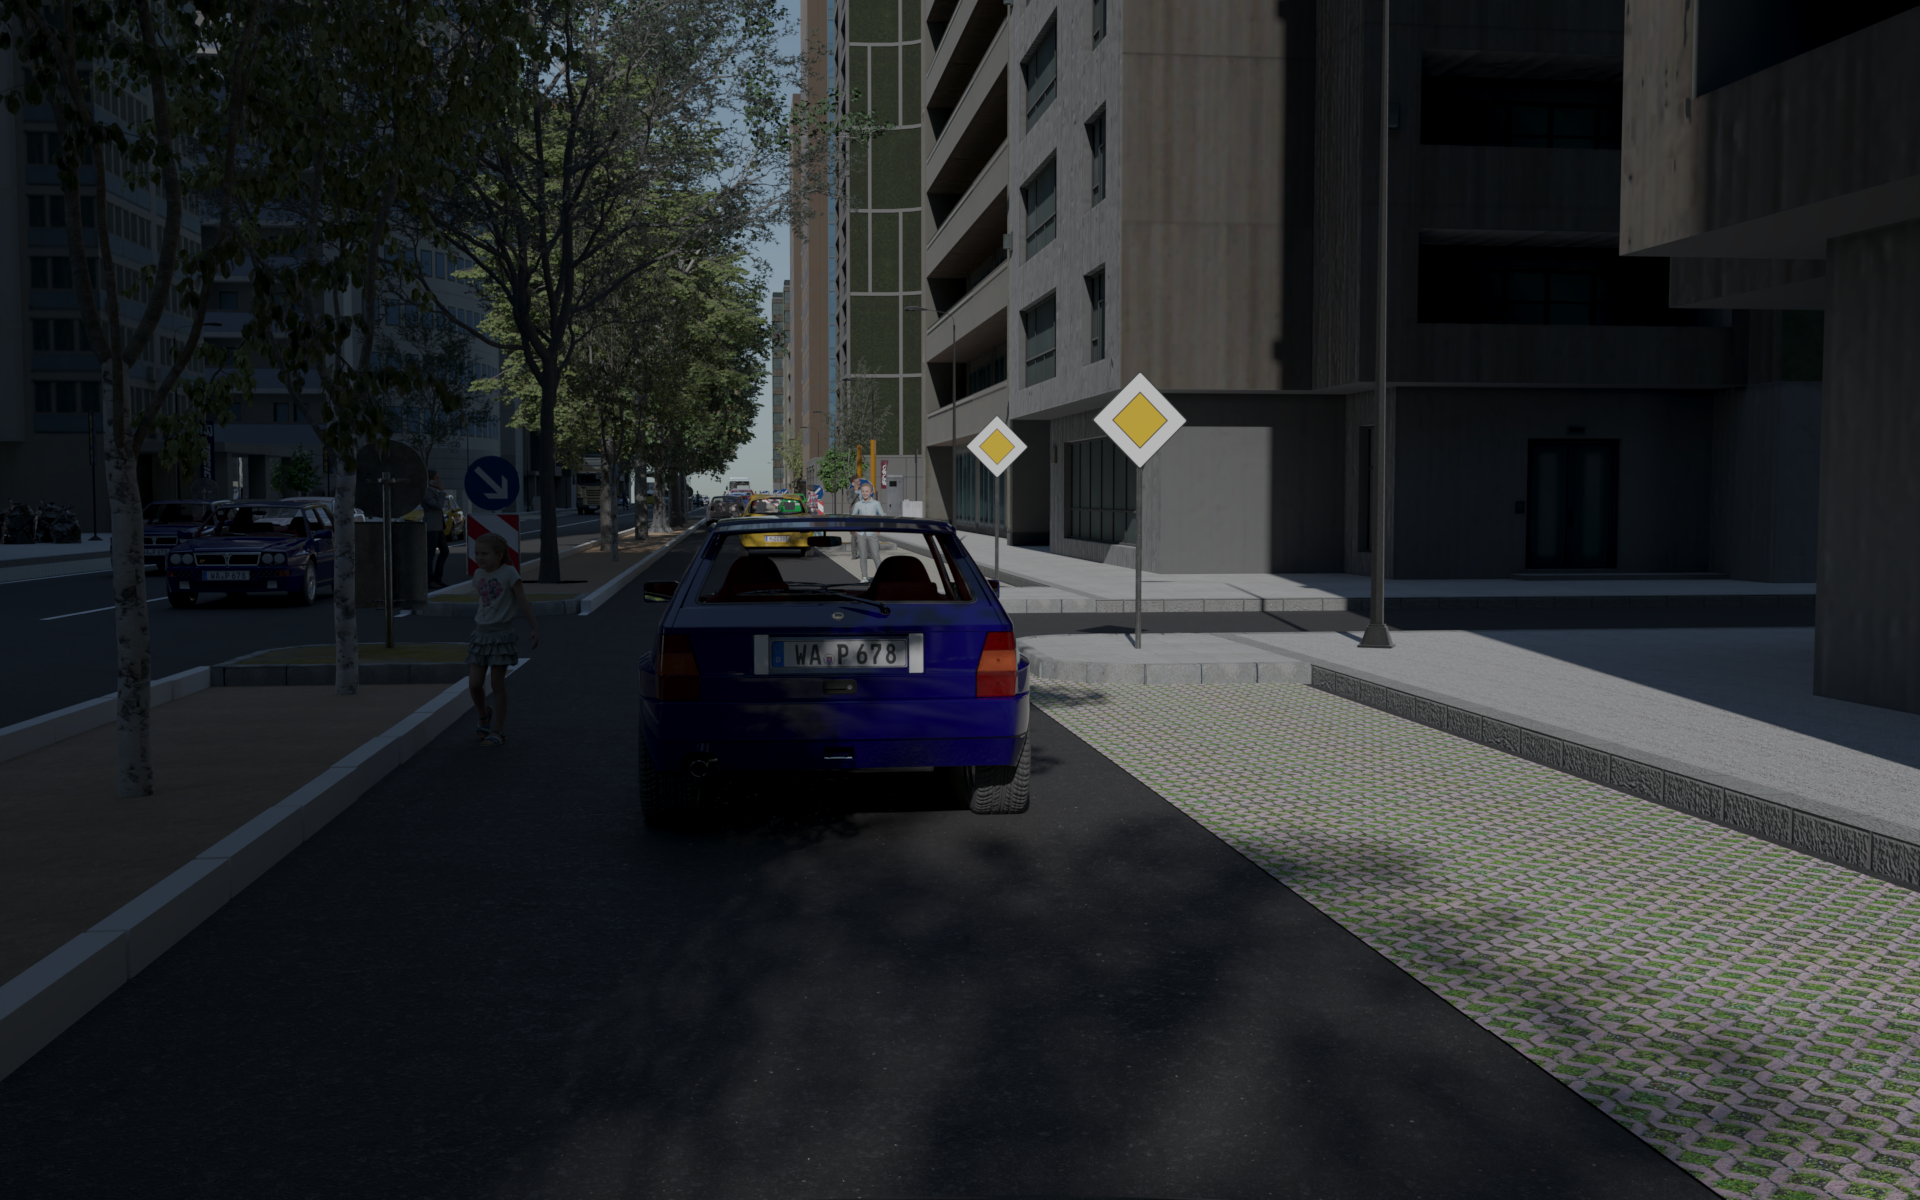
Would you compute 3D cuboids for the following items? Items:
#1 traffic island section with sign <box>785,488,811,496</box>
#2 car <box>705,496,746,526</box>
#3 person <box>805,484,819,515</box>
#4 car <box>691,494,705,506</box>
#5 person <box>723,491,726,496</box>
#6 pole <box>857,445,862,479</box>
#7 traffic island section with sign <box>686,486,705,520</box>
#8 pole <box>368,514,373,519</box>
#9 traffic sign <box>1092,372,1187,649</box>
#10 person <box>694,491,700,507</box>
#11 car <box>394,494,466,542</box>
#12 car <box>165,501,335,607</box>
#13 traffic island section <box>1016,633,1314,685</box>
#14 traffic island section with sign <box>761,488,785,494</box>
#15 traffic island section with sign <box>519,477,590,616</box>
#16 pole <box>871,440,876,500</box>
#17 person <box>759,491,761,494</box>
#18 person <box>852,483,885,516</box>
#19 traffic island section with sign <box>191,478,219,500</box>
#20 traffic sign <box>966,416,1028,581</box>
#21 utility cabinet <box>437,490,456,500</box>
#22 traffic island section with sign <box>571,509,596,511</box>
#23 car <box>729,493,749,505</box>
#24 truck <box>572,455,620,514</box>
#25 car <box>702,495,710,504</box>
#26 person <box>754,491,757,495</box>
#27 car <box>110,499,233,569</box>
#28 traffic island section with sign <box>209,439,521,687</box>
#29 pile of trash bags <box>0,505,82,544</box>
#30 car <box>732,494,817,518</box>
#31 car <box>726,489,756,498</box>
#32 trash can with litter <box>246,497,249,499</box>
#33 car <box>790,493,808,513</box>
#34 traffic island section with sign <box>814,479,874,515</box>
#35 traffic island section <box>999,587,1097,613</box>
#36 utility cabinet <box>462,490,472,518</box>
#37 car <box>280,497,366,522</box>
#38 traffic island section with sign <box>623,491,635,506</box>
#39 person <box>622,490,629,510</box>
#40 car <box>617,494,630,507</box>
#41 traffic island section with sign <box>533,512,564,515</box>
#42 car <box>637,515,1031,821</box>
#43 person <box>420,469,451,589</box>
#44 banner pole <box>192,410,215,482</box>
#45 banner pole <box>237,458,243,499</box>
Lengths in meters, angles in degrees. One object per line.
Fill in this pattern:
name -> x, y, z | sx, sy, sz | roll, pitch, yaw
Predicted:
traffic island section with sign -> -6.106, -3.859, 71.730 | 1.989, 1.847, 2.006 | 0, 4, -7
car -> -10.516, -4.034, 78.320 | 2.083, 1.381, 4.827 | 0, 4, -7
person -> -4.374, -2.608, 51.977 | 0.643, 1.720, 0.563 | -1, 4, -16
car -> -31.479, -12.047, 206.762 | 2.009, 1.686, 4.222 | 0, 4, -7
person -> -21.936, -9.308, 161.618 | 0.436, 1.711, 0.756 | 0, 4, 7
pole -> -4.180, -4.794, 72.221 | 0.158, 3.312, 0.155 | 0, 3, 0
traffic island section with sign -> -15.084, -5.358, 95.739 | 2.006, 1.907, 1.989 | 0, 4, -7
pole -> -29.994, -5.762, 88.055 | 0.158, 3.312, 0.155 | 0, 3, 0
traffic sign -> 1.475, -0.652, 14.308 | 0.795, 2.450, 0.064 | 0, 4, -7
person -> -28.861, -11.119, 190.380 | 0.705, 1.814, 1.350 | -2, 4, -34
car -> -16.241, -2.621, 53.079 | 2.015, 1.641, 3.980 | -1, 4, -9
car -> -9.328, -0.654, 23.270 | 1.945, 1.354, 3.894 | 0, 4, -8
traffic island section -> 1.497, 0.483, 14.388 | 2.009, 0.180, 2.903 | 0, 4, -7
traffic island section with sign -> -15.820, -8.541, 148.274 | 1.989, 1.847, 2.006 | 0, 4, -7
traffic island section with sign -> -5.621, -0.799, 21.196 | 2.006, 1.907, 1.989 | 0, 4, -7
pole -> -3.256, -4.365, 65.211 | 0.158, 3.312, 0.155 | 0, 3, 0
person -> -19.327, -9.730, 168.108 | 1.217, 1.766, 0.721 | 1, 4, 22
person -> -1.447, -1.028, 27.125 | 0.589, 1.601, 0.330 | 1, 4, 18
traffic island section with sign -> -18.592, -2.066, 42.401 | 1.989, 1.847, 2.006 | 0, 4, -7
traffic sign -> 0.470, -1.137, 22.230 | 0.795, 2.450, 0.064 | 0, 4, -7
utility cabinet -> -26.925, -5.010, 90.594 | 1.173, 1.500, 0.318 | 1, 4, 15
traffic island section with sign -> -31.769, -8.418, 146.269 | 1.989, 1.847, 2.006 | 0, 4, -7
car -> -14.452, -6.313, 112.802 | 1.945, 1.707, 3.694 | 0, 4, -8
truck -> -26.147, -8.329, 125.085 | 2.839, 4.237, 11.283 | 0, 4, -8
car -> -35.958, -14.071, 242.639 | 1.945, 1.354, 3.894 | -1, 4, -9
person -> -26.670, -13.305, 226.054 | 1.348, 1.823, 0.705 | 0, 4, -3
car -> -14.261, -1.181, 31.884 | 1.945, 1.354, 3.894 | -1, 4, -9
traffic island section with sign -> -4.699, -0.349, 13.847 | 2.006, 1.907, 1.989 | 0, 4, -7
pile of trash bags -> -24.596, -2.130, 44.572 | 3.447, 1.369, 1.912 | -3, 4, -36
car -> -4.315, -1.848, 40.431 | 2.015, 1.641, 3.980 | 0, 4, -7
car -> -15.261, -6.887, 121.283 | 2.281, 1.827, 5.304 | 0, 4, -7
trash can with litter -> -32.274, -4.164, 79.470 | 1.055, 1.170, 0.624 | -2, 4, -31
car -> -10.422, -6.069, 108.032 | 1.959, 1.807, 4.718 | -1, 4, -9
traffic island section with sign -> -2.718, -2.224, 44.988 | 1.989, 1.847, 2.006 | 0, 4, -7
traffic island section -> 0.493, -0.002, 22.310 | 2.009, 0.180, 2.903 | 0, 4, -7
utility cabinet -> -26.470, -5.154, 92.953 | 0.318, 1.500, 1.173 | 0, 4, -7
car -> -14.912, -1.669, 39.656 | 2.083, 1.381, 4.827 | 0, 4, -6
traffic island section with sign -> -38.672, -11.750, 200.733 | 1.989, 1.847, 2.006 | 0, 4, -7
person -> -29.736, -8.884, 154.197 | 0.568, 1.767, 0.683 | 3, 5, 40
car -> -36.761, -10.737, 187.544 | 2.014, 1.417, 4.499 | 0, 4, -7
traffic island section with sign -> -28.371, -6.783, 119.528 | 1.989, 1.847, 2.006 | 0, 4, -7
car -> -0.696, 0.218, 9.012 | 1.945, 1.354, 3.894 | 0, 4, -6
person -> -7.971, -1.079, 26.331 | 0.473, 1.802, 0.592 | 0, 4, 6
banner pole -> -22.662, -3.780, 51.815 | 0.863, 3.779, 0.401 | 0, 4, 6
banner pole -> -35.289, -5.803, 84.894 | 0.401, 3.779, 0.863 | -3, 4, -38
